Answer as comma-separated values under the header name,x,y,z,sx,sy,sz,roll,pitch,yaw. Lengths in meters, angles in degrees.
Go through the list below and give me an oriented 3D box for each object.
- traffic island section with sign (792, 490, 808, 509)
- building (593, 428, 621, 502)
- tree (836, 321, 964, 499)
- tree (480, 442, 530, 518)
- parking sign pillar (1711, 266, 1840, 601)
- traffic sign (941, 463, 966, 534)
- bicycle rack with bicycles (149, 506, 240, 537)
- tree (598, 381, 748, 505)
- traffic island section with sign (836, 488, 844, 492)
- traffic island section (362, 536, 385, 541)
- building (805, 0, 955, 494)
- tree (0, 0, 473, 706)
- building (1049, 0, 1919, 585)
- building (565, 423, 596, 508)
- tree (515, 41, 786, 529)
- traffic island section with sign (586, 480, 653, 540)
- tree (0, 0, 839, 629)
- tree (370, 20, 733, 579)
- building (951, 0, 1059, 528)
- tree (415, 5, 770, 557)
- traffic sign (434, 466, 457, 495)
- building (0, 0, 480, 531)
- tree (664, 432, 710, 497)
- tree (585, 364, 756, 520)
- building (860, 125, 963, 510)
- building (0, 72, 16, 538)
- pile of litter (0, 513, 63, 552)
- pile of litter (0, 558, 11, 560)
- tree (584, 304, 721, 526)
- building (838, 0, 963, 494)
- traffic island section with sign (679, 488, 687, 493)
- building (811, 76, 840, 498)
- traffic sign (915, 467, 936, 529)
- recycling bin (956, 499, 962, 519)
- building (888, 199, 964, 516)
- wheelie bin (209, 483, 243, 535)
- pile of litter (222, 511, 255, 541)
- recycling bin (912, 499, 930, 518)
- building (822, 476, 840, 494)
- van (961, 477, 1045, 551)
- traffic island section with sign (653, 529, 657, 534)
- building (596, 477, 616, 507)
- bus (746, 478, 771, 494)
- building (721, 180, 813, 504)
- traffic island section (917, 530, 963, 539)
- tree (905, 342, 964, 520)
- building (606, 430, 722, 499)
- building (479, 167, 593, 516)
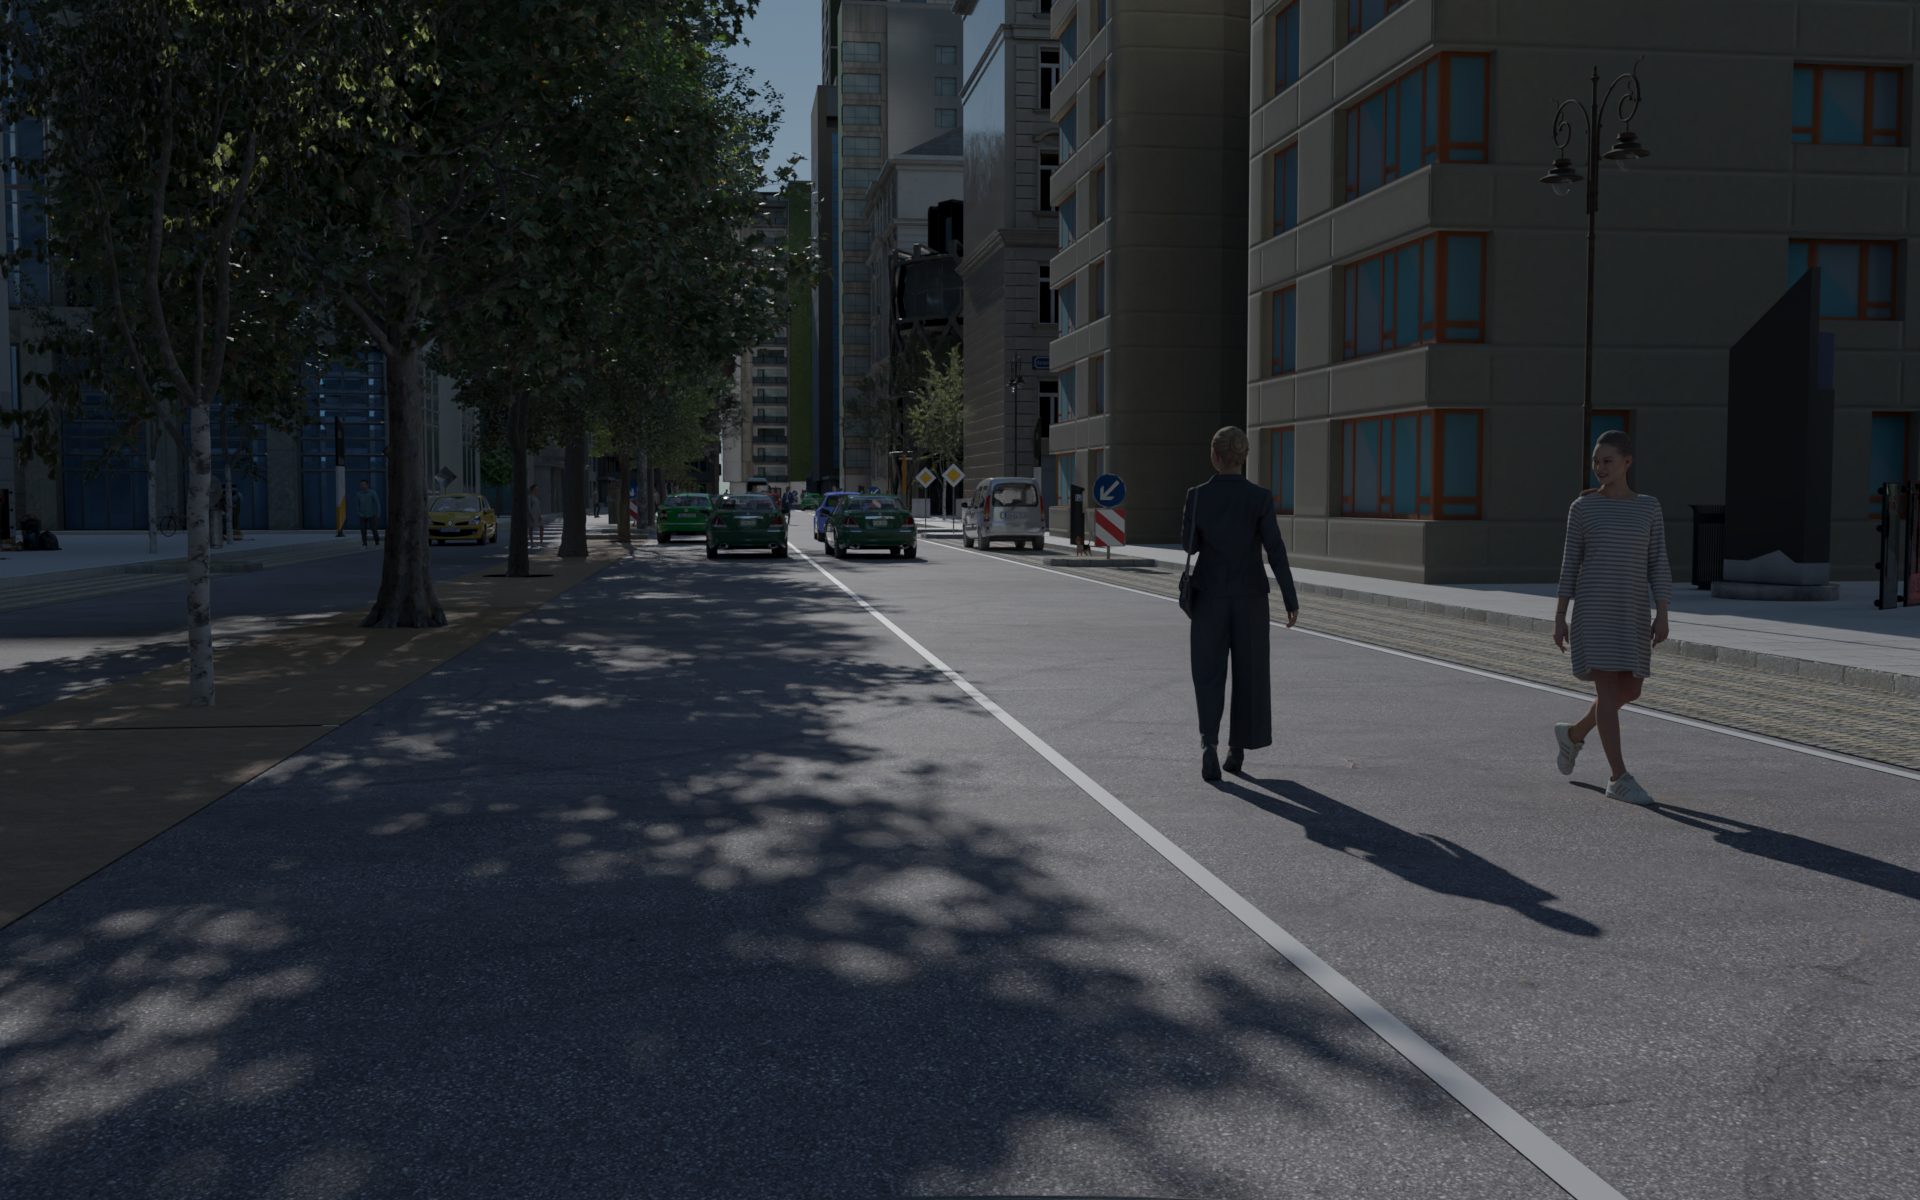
name,x,y,z,sx,sy,sz,roll,pitch,yaw
traffic island section with sign,-14.857,-9.589,165.411,1.989,1.847,2.006,0,4,-8
building,-53.705,-33.268,198.551,28.867,44.769,22.147,0,4,-8
tree,-2.500,-9.769,94.134,8.767,10.594,7.601,-1,4,-9
tree,-25.061,-6.733,93.799,4.285,4.588,4.351,0,3,0
parking sign pillar,10.062,-2.007,21.279,1.447,3.967,1.447,-1,4,-18
traffic sign,-0.212,-3.216,56.231,0.795,2.450,0.064,0,4,-8
bicycle rack with bicycles,-22.873,-2.379,52.279,2.852,0.926,2.925,1,4,15
tree,-14.606,-9.066,85.104,8.767,10.594,7.601,0,4,-8
traffic island section with sign,-8.126,-6.530,115.393,1.989,1.847,2.006,0,4,-8
traffic island section,-17.328,-1.941,54.021,2.009,0.180,2.903,0,4,-8
building,-7.645,-46.847,204.195,20.563,71.187,20.611,0,4,-8
tree,-5.159,-3.598,11.654,4.360,8.622,3.978,0,3,0
building,18.361,-11.926,40.027,27.650,21.520,28.899,0,4,-8
building,-46.625,-18.601,149.165,27.650,21.520,28.899,0,4,-8
tree,-13.590,-12.762,67.005,12.611,20.169,13.585,0,3,0
traffic island section with sign,-10.924,-2.873,55.115,2.006,1.907,1.989,0,4,-8
tree,-6.015,-6.060,18.551,9.611,12.733,9.660,0,3,0
tree,-7.467,-6.184,29.314,9.928,11.665,9.643,0,3,0
building,12.868,-16.788,71.750,25.104,27.353,12.463,0,4,-8
tree,-8.830,-7.952,39.123,9.857,13.997,8.962,0,3,0
traffic sign,-18.369,-3.562,61.876,0.795,2.450,0.064,0,4,-8
building,-32.443,-46.486,72.713,22.319,86.520,31.000,0,4,-8
tree,-18.453,-9.841,113.712,4.737,8.622,4.395,0,3,0
tree,-16.280,-11.128,94.766,12.009,13.543,11.850,0,3,0
building,0.425,-20.840,128.129,14.401,28.519,23.554,0,4,-8
building,-38.818,-30.384,38.781,28.212,58.520,21.231,0,4,-8
pile of litter,-21.161,-1.539,39.125,1.719,0.858,1.176,-3,5,-42
pile of litter,-19.385,-1.198,33.558,1.719,0.858,1.176,-1,4,-21
tree,-13.986,-9.593,77.429,7.486,12.596,7.792,0,3,0
building,-3.478,-28.435,148.505,14.154,41.232,14.086,0,4,-8
traffic island section with sign,-21.923,-7.877,136.927,2.006,1.907,1.989,0,4,-8
building,-8.769,-32.856,187.306,14.600,45.320,14.200,0,4,-8
traffic sign,-1.276,-3.700,64.145,0.795,2.450,0.064,0,4,-8
recycling bin,0.187,-4.689,89.215,0.722,1.027,0.722,0,4,8
building,3.882,-14.685,107.554,16.820,18.784,16.811,0,4,-8
wheelie bin,-20.825,-2.525,49.194,0.693,1.594,0.980,3,5,42
pile of litter,-20.224,-2.053,47.538,1.719,0.858,1.176,-2,4,-29
recycling bin,-2.096,-4.926,93.100,0.722,1.027,0.722,-3,5,-41
building,2.904,-29.195,169.224,32.217,40.220,23.993,0,4,-8
van,1.102,-2.325,45.030,2.013,2.044,4.112,0,4,-8
traffic island section with sign,-11.902,-3.322,62.457,2.006,1.907,1.989,0,4,-8
building,-51.677,-29.524,174.599,32.217,40.220,23.993,0,4,-8
bus,-23.951,-12.866,205.223,2.948,3.499,13.247,0,4,-6
building,-24.398,-33.276,227.663,14.086,41.232,14.154,0,4,-8
traffic island section,-0.189,-2.081,56.311,2.009,0.180,2.903,0,4,-8
tree,-0.784,-8.220,84.754,4.360,8.622,3.978,0,3,0
building,-42.633,-37.031,229.163,21.600,48.544,21.300,0,4,-8
building,-36.806,-30.133,112.275,23.786,49.044,30.456,0,4,-8
